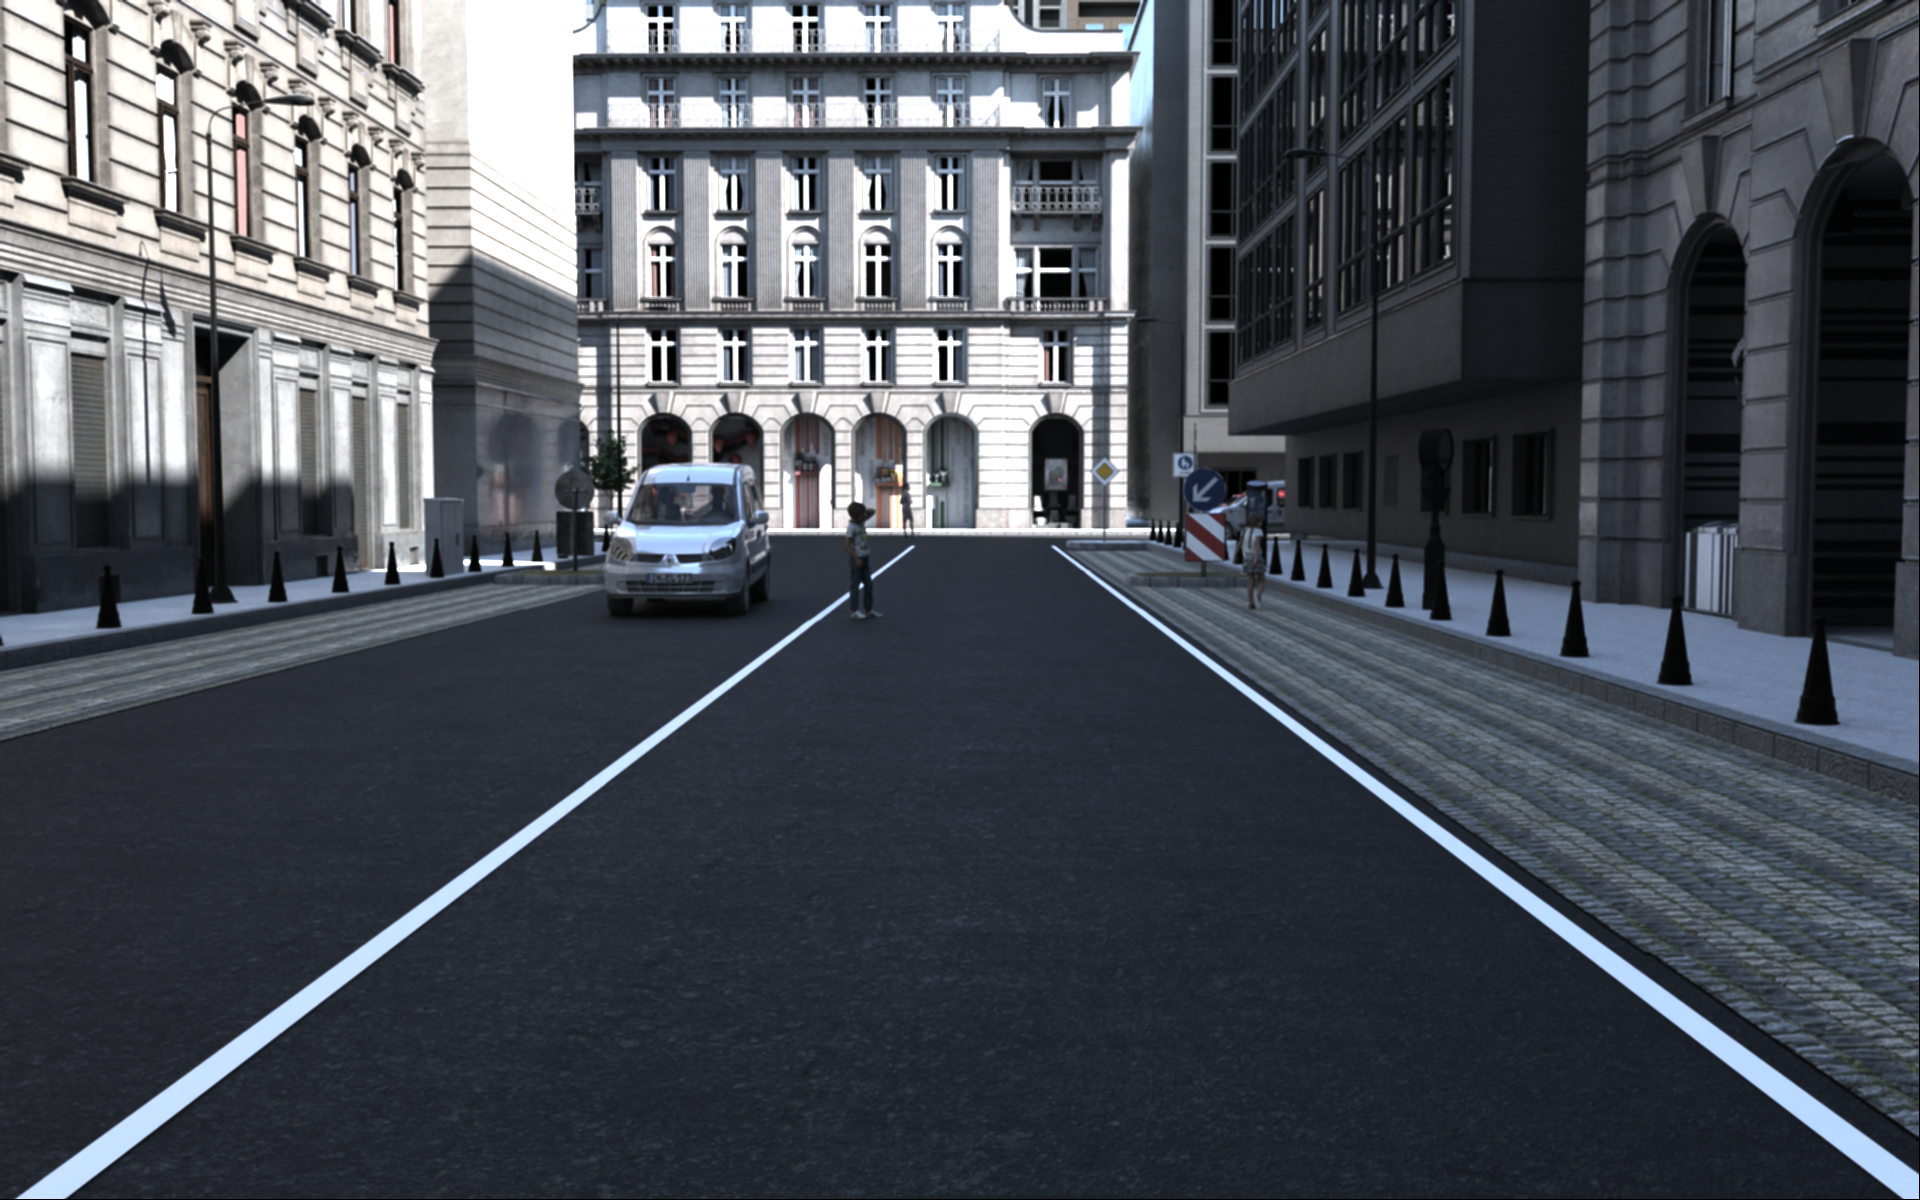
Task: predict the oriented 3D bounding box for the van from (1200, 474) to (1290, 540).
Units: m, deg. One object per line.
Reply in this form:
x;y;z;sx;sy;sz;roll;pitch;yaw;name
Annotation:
9.001;-2.714;51.390;4.112;2.044;2.013;0;4;2;van

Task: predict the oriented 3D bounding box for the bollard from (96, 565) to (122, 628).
-8.179;-0.036;16.628;0.229;0.601;0.229;0;3;0;bollard

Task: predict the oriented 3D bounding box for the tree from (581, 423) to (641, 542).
-9.373;-3.210;47.089;1.663;3.219;1.824;0;3;0;tree

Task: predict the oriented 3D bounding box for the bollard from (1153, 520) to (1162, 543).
5.294;-1.814;45.700;0.229;0.601;0.229;0;3;0;bollard

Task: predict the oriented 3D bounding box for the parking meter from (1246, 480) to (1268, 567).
5.232;-1.354;30.557;0.372;1.533;0.369;0;3;0;parking meter

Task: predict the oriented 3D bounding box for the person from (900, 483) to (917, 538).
-1.671;-2.887;56.038;0.374;1.781;0.599;-3;4;-38;person

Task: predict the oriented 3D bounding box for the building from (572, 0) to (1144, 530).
-5.447;-13.828;67.894;24.055;21.916;13.314;0;4;1;building

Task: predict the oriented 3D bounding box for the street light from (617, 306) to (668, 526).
-7.898;-4.300;42.852;1.470;5.913;1.316;0;4;1;street light

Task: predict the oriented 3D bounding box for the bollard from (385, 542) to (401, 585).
-8.072;-0.525;24.619;0.229;0.601;0.229;0;3;0;bollard

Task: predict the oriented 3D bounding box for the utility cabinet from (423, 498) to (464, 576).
-8.209;-1.006;27.605;0.306;1.237;1.020;0;4;3;utility cabinet

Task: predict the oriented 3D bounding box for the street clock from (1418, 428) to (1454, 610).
5.267;-0.895;19.200;0.358;2.002;0.471;3;4;37;street clock

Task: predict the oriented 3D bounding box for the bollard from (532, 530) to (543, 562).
-7.963;-1.013;32.611;0.229;0.601;0.229;0;3;0;bollard

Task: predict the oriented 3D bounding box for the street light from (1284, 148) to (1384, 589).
5.059;-3.113;23.439;1.470;5.913;1.316;0;4;1;street light

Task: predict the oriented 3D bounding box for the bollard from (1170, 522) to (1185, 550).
5.236;-1.569;41.702;0.229;0.601;0.229;0;3;0;bollard

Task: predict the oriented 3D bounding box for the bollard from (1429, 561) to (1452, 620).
4.915;-0.101;17.691;0.229;0.601;0.229;0;3;0;bollard

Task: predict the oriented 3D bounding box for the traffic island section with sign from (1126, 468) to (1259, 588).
3.652;-1.142;27.293;1.989;1.847;2.006;0;4;1;traffic island section with sign

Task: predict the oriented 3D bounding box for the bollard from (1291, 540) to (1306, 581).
5.021;-0.592;25.715;0.229;0.601;0.229;0;3;0;bollard

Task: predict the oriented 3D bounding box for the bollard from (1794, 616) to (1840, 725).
4.807;0.388;9.697;0.229;0.601;0.229;0;3;0;bollard

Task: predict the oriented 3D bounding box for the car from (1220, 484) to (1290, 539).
10.265;-2.763;54.217;4.494;1.783;2.155;0;4;-1;car

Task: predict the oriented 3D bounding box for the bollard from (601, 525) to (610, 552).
-7.881;-1.380;38.607;0.229;0.601;0.229;0;3;0;bollard

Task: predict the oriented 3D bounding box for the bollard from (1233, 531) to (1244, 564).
5.105;-0.958;31.712;0.229;0.601;0.229;0;3;0;bollard

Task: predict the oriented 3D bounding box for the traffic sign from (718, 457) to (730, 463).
-6.357;-2.636;46.736;0.795;2.450;0.064;0;4;1;traffic sign

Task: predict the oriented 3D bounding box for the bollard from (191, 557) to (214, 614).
-8.149;-0.158;18.623;0.229;0.601;0.229;0;3;0;bollard

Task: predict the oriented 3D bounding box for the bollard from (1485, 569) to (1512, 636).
4.886;0.021;15.697;0.229;0.601;0.229;0;3;0;bollard

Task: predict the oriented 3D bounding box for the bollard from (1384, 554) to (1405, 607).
4.949;-0.223;19.694;0.229;0.601;0.229;0;3;0;bollard

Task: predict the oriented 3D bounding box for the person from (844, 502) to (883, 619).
-1.114;-0.464;19.993;0.340;1.345;0.435;1;4;16;person

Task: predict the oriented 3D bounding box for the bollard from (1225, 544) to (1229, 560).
5.130;-1.080;33.705;0.229;0.601;0.229;0;3;0;bollard

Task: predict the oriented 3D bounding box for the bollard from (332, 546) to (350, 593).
-8.099;-0.403;22.625;0.229;0.601;0.229;0;3;0;bollard

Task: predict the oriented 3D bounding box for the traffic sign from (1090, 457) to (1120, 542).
3.886;-2.626;46.579;0.795;2.450;0.064;0;4;1;traffic sign

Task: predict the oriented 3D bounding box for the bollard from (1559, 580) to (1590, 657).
4.866;0.143;13.696;0.229;0.601;0.229;0;3;0;bollard

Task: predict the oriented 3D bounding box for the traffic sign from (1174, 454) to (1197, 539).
5.621;-2.517;43.276;0.606;2.300;0.079;0;4;8;traffic sign

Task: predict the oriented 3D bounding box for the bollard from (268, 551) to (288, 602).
-8.128;-0.280;20.619;0.229;0.601;0.229;0;3;0;bollard

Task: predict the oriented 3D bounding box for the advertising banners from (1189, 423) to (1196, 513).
5.668;-2.808;42.102;0.090;3.025;2.074;1;4;11;advertising banners

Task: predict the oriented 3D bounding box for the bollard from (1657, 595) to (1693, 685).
4.836;0.266;11.700;0.229;0.601;0.229;0;3;0;bollard

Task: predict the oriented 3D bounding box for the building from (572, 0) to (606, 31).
-46.155;-39.868;193.839;28.212;58.520;21.231;0;4;1;building

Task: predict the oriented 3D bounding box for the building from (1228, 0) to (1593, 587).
13.887;-14.647;32.988;14.314;27.812;24.014;0;4;1;building

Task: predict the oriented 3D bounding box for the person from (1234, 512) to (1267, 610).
3.555;-0.479;21.350;0.505;1.210;0.382;3;5;43;person

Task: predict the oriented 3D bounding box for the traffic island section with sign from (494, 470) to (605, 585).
-6.312;-1.190;28.079;1.989;1.847;2.006;0;4;1;traffic island section with sign

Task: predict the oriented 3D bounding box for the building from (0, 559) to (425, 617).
-14.509;-10.619;22.766;9.793;20.994;18.267;0;4;1;building

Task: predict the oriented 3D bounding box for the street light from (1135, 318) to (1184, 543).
5.320;-4.478;45.758;1.470;5.913;1.316;0;4;1;street light

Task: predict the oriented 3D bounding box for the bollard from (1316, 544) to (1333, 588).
4.998;-0.470;23.721;0.229;0.601;0.229;0;3;0;bollard

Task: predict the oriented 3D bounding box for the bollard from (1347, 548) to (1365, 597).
4.971;-0.346;21.706;0.229;0.601;0.229;0;3;0;bollard

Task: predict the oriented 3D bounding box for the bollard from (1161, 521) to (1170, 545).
5.263;-1.691;43.696;0.229;0.601;0.229;0;3;0;bollard

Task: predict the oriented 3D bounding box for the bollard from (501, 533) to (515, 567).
-7.996;-0.892;30.617;0.229;0.601;0.229;0;3;0;bollard

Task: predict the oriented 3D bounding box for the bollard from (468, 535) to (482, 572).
-8.019;-0.769;28.617;0.229;0.601;0.229;0;3;0;bollard

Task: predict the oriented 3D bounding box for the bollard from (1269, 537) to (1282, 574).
5.053;-0.714;27.716;0.229;0.601;0.229;0;3;0;bollard

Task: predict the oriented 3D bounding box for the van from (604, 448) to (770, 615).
-3.368;-0.907;21.849;2.013;2.044;4.112;0;4;-1;van

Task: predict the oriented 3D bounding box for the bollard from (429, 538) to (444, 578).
-8.043;-0.647;26.623;0.229;0.601;0.229;0;3;0;bollard

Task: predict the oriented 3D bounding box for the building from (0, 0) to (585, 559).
-18.778;-11.669;39.939;18.267;20.994;9.793;0;4;1;building

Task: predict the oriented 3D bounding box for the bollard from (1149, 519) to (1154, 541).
5.319;-1.936;47.697;0.229;0.601;0.229;0;3;0;bollard

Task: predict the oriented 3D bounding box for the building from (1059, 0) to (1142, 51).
15.485;-30.280;145.190;14.600;45.320;14.200;0;4;1;building

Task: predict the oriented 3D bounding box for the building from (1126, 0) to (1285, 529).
22.012;-15.264;68.636;30.058;24.678;14.314;0;4;1;building

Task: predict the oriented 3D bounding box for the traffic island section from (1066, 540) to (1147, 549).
3.909;-1.491;46.656;2.009;0.180;2.903;0;4;1;traffic island section

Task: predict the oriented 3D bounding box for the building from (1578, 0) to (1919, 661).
13.192;-10.210;8.727;13.314;21.916;24.055;0;4;1;building

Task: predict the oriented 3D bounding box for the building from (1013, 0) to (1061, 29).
11.778;-48.456;230.504;20.611;71.187;20.563;0;4;1;building

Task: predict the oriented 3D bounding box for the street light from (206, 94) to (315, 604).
-8.190;-2.919;20.271;1.470;5.913;1.316;0;4;1;street light

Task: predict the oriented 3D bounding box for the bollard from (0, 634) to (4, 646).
-8.207;0.087;14.615;0.229;0.601;0.229;0;3;0;bollard

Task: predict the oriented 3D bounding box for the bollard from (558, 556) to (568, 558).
-7.937;-1.136;34.617;0.229;0.601;0.229;0;3;0;bollard
